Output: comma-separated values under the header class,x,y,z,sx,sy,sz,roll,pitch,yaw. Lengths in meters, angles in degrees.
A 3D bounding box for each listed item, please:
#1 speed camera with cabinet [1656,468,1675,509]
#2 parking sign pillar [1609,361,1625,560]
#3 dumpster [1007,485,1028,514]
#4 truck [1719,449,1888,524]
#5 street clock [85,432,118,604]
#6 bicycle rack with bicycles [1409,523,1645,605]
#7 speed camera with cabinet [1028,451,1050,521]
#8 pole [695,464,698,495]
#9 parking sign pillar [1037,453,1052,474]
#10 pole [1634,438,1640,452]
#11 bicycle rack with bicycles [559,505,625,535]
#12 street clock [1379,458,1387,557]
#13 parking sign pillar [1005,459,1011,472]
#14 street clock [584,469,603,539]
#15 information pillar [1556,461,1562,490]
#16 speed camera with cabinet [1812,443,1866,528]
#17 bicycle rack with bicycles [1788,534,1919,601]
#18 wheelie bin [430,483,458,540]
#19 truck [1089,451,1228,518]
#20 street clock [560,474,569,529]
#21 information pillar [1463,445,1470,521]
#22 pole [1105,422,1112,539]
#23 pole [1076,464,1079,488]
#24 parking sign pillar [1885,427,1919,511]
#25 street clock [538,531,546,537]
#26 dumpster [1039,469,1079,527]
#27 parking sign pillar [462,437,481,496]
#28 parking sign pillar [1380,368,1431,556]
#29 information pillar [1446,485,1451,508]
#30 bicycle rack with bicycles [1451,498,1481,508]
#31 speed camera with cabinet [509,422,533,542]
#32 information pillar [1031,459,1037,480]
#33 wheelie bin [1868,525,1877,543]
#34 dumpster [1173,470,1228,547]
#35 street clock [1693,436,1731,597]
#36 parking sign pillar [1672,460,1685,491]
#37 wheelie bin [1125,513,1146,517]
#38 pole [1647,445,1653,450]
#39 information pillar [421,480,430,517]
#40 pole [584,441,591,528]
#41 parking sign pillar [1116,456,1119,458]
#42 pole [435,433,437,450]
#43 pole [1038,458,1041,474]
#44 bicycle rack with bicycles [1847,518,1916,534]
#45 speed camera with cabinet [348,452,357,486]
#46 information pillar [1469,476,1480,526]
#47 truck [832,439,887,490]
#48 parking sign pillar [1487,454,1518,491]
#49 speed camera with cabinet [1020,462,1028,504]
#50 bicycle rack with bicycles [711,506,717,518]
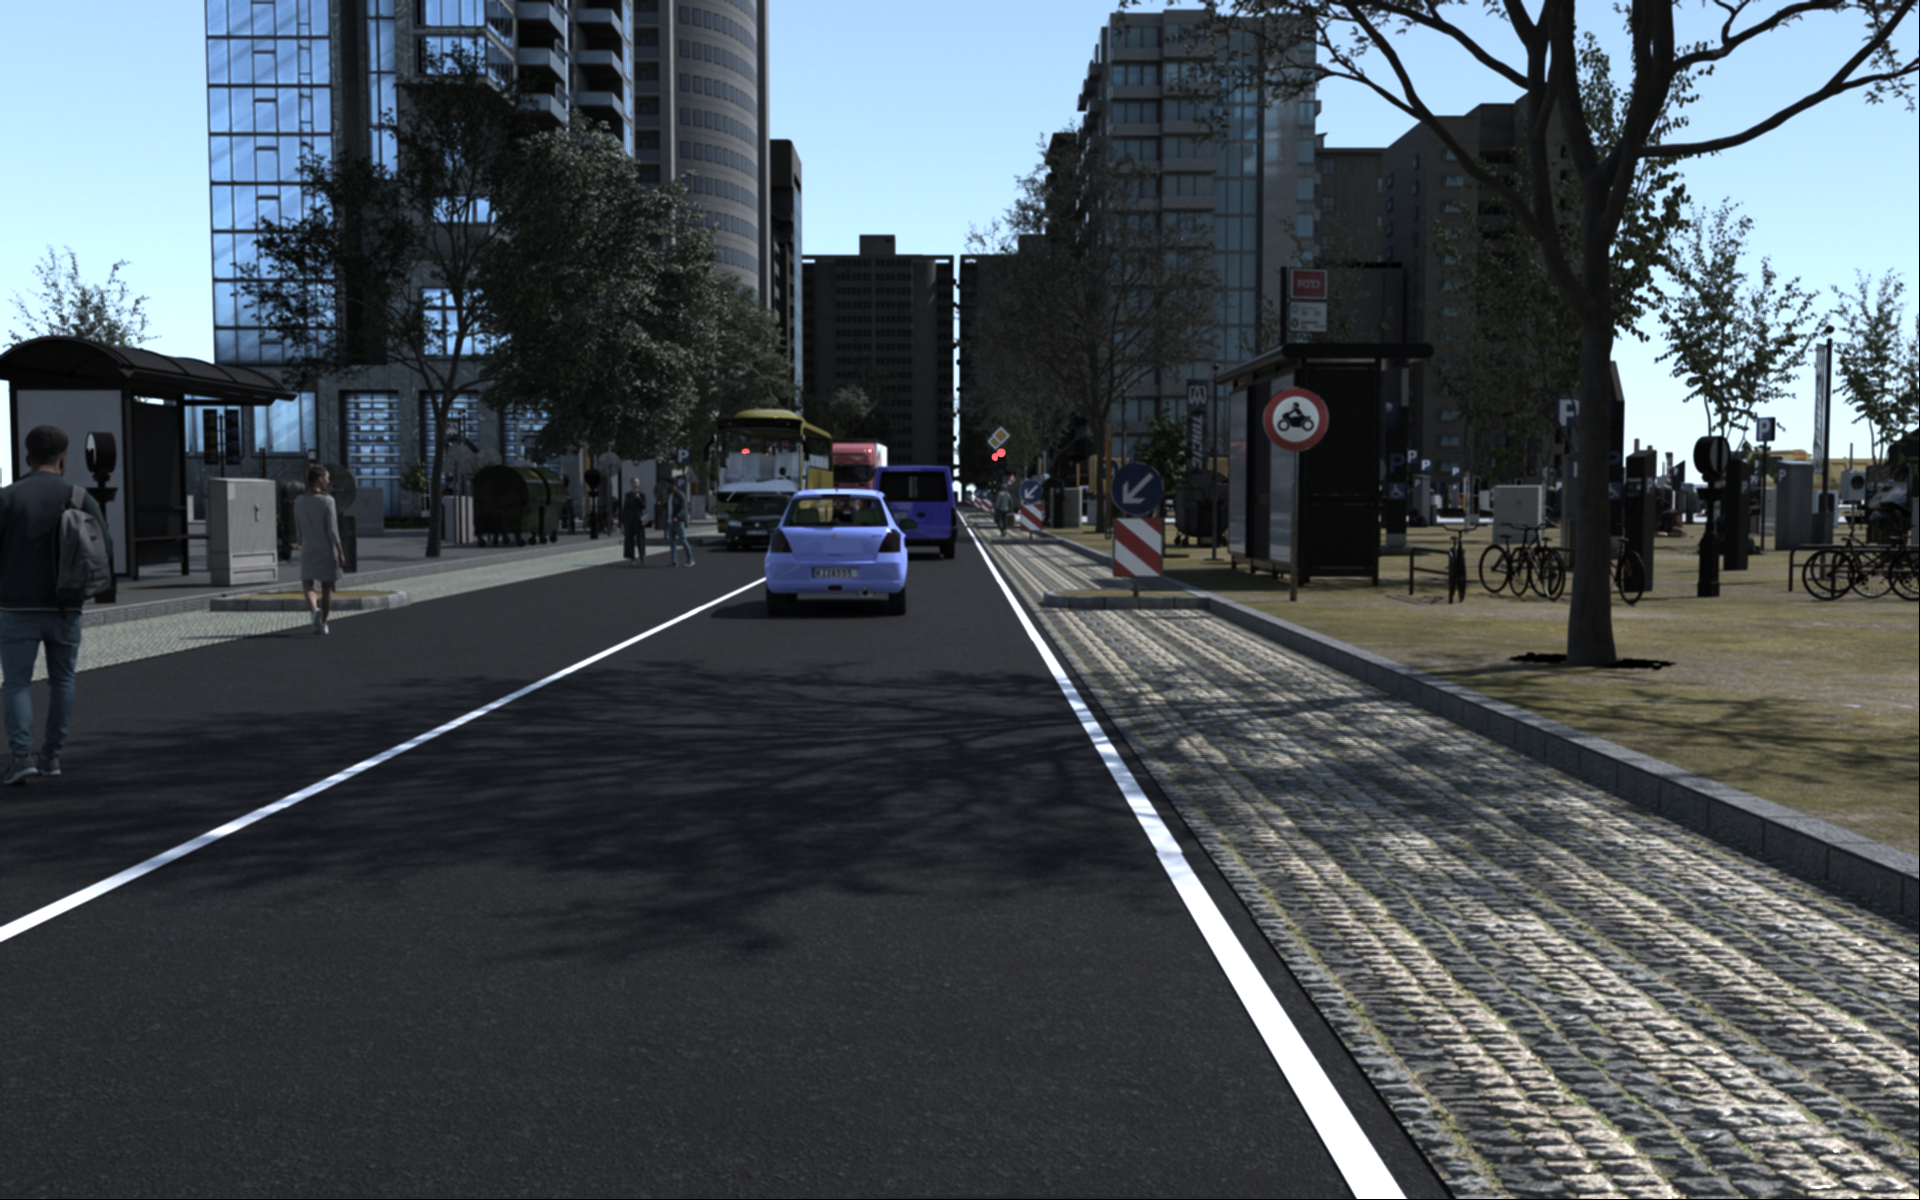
class,x,y,z,sx,sy,sz,roll,pitch,yaw
speed camera with cabinet,35.088,-5.614,86.118,0.660,3.252,2.038,2,4,32
parking sign pillar,12.889,-2.813,34.468,1.447,3.967,1.447,1,4,13
dumpster,3.675,-6.474,111.614,1.264,1.857,1.865,0,4,0
truck,37.716,-4.905,76.119,9.791,3.379,3.469,0,3,0
street clock,-10.056,-0.963,20.316,0.358,2.002,0.471,-3,5,-40
bicycle rack with bicycles,6.749,-0.482,21.256,2.852,0.926,2.925,0,4,1
speed camera with cabinet,4.179,-5.275,80.575,0.660,3.252,2.038,3,5,40
pole,-15.110,-6.452,99.328,0.158,3.312,0.155,0,3,0
parking sign pillar,5.213,-7.224,106.577,1.447,3.967,1.447,-1,4,-20
pole,24.809,-4.264,63.563,0.158,3.312,0.155,0,3,0
bicycle rack with bicycles,-11.719,-2.560,55.238,2.852,0.926,2.925,-2,4,-25
street clock,8.412,-1.867,35.093,0.471,2.002,0.358,-3,5,-42
parking sign pillar,3.700,-8.838,132.976,1.447,3.967,1.447,0,4,2
street clock,-10.433,-2.738,49.335,0.471,2.002,0.358,0,4,4
information pillar,40.676,-7.709,117.388,0.504,3.616,0.183,2,4,34
speed camera with cabinet,33.568,-4.403,66.332,2.038,3.252,0.660,0,4,-6
bicycle rack with bicycles,11.802,-0.506,21.653,2.925,0.926,2.852,1,4,11
wheelie bin,-14.340,-2.467,48.238,0.693,1.594,0.980,-3,4,-36
truck,10.546,-4.852,75.255,9.791,3.379,3.469,0,4,2
street clock,-14.593,-3.627,63.877,0.358,2.002,0.471,-2,4,-30
information pillar,24.365,-5.621,83.265,0.183,3.616,0.504,-1,4,-9
pole,4.227,-3.393,49.311,0.158,3.312,0.155,0,3,0
pole,7.880,-7.470,115.970,0.158,3.312,0.155,0,3,0
parking sign pillar,36.028,-4.745,66.046,1.447,3.967,1.447,1,4,8
street clock,-12.417,-2.864,51.398,0.358,2.002,0.471,-1,4,-23
dumpster,3.822,-3.980,67.573,1.502,2.255,1.985,0,4,0
parking sign pillar,-22.771,-5.676,81.275,1.447,3.967,1.447,2,4,30
parking sign pillar,9.225,-2.940,36.539,1.447,3.967,1.447,1,4,14
information pillar,39.698,-8.333,140.739,0.304,2.012,0.304,-3,5,-42
bicycle rack with bicycles,42.625,-8.238,148.070,2.852,0.926,2.925,3,4,38
speed camera with cabinet,-11.841,-3.219,46.965,0.660,3.252,2.038,-1,4,-9
information pillar,4.741,-7.323,111.093,0.183,3.616,0.504,-3,5,-44
wheelie bin,24.442,-2.325,45.919,0.693,1.594,0.980,1,4,8
dumpster,5.997,-2.271,42.894,1.264,1.857,1.865,0,4,0
street clock,9.361,-1.042,21.604,0.471,2.002,0.358,-3,4,-36
parking sign pillar,56.144,-9.019,135.934,1.447,3.967,1.447,0,4,5
wheelie bin,6.057,-3.162,59.600,0.693,1.594,0.980,-3,4,-38
pole,28.771,-4.800,72.322,0.158,3.312,0.155,0,3,0
information pillar,-26.160,-4.909,84.752,0.304,2.012,0.304,2,4,31
pole,-14.040,-4.368,65.252,0.158,3.312,0.155,0,3,0
parking sign pillar,11.590,-8.167,121.999,1.447,3.967,1.447,1,4,17
pole,-17.328,-3.896,57.547,0.158,3.312,0.155,0,3,0
pole,4.434,-6.292,96.716,0.158,3.312,0.155,0,3,0
bicycle rack with bicycles,33.413,-2.952,61.654,2.852,0.926,2.925,3,5,39
speed camera with cabinet,-29.186,-5.284,80.735,2.038,3.252,0.660,-1,4,-16
information pillar,21.006,-4.051,70.724,0.304,2.012,0.304,-1,4,-10
truck,-5.358,-6.185,90.037,2.839,4.237,11.283,0,4,1
parking sign pillar,36.522,-7.847,116.763,1.447,3.967,1.447,3,4,36
speed camera with cabinet,4.656,-6.717,104.155,2.038,3.252,0.660,1,4,16
bicycle rack with bicycles,-11.782,-4.801,91.877,2.925,0.926,2.852,0,4,0
